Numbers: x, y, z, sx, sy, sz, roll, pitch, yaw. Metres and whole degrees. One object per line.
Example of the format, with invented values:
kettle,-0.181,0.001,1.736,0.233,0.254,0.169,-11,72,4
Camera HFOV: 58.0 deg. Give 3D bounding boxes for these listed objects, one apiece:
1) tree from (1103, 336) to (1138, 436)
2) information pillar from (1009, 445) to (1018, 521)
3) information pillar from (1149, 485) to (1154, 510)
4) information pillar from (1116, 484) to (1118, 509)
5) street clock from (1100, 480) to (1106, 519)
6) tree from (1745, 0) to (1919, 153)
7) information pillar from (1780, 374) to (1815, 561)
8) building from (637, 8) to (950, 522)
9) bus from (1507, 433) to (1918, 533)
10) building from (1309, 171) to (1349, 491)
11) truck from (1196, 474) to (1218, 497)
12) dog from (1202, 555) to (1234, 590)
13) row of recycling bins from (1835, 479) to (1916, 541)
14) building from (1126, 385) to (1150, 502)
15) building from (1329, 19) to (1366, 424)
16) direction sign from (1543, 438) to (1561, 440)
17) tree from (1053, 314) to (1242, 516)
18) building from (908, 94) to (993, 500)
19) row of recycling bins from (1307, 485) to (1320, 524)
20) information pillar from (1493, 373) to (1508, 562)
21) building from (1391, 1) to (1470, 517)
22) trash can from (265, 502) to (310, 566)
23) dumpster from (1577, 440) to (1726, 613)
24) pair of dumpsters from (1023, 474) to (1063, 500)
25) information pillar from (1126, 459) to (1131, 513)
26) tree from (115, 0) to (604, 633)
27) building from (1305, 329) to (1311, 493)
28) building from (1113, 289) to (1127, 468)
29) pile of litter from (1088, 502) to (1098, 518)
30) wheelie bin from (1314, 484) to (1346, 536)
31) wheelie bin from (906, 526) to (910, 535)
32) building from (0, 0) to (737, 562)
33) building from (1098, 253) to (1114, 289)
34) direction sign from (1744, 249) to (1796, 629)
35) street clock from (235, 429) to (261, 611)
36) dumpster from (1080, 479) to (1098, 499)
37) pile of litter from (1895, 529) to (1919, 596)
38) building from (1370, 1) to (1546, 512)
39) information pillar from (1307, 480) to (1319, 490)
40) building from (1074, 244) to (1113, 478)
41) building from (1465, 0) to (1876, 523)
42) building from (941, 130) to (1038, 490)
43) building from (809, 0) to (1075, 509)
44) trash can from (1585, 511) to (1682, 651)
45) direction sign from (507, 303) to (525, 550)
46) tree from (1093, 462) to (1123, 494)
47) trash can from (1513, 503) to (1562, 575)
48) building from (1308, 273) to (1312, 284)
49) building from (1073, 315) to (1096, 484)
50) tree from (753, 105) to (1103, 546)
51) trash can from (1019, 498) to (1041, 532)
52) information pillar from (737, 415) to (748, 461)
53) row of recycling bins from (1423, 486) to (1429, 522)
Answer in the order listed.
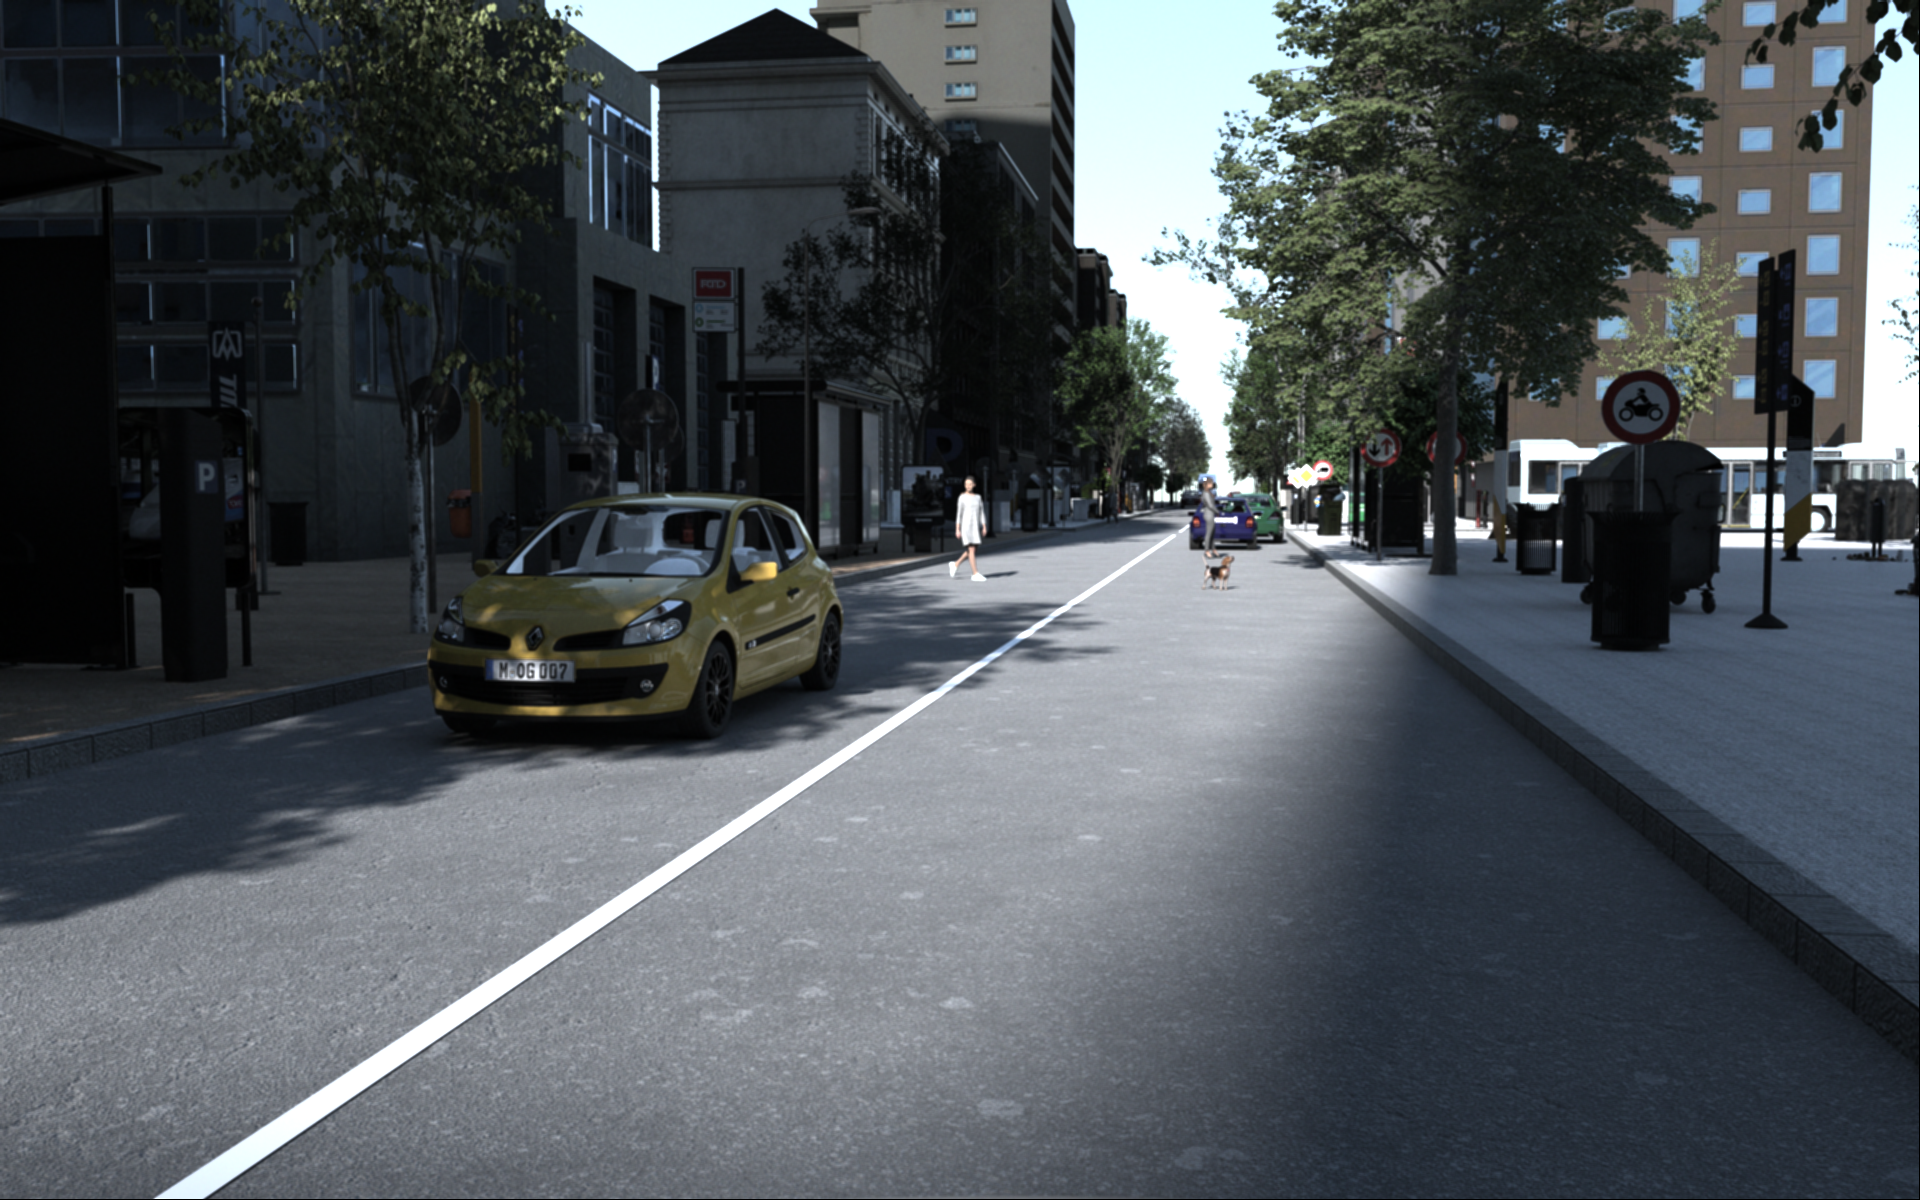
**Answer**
tree,3.840,-8.552,74.232,8.767,10.594,7.601,2,4,24
information pillar,2.536,-5.537,81.878,0.183,3.616,0.504,-3,4,-38
information pillar,15.064,-8.047,136.057,0.304,2.012,0.304,1,4,21
information pillar,9.964,-6.493,110.656,0.304,2.012,0.304,0,4,4
street clock,7.238,-5.087,87.736,0.358,2.002,0.471,0,4,2
tree,4.999,-3.524,7.978,4.737,8.622,4.395,0,3,0
information pillar,16.040,-2.555,33.123,0.183,3.616,0.504,-3,5,-44
building,-7.342,-15.760,86.554,11.050,23.489,19.941,1,4,9
bus,25.611,-3.908,58.752,13.247,3.499,2.948,0,4,7
building,62.780,-38.550,253.998,21.300,48.544,21.600,1,4,9
truck,33.782,-15.041,235.681,2.967,4.110,18.799,1,4,9
dog,3.867,-0.411,26.002,0.540,0.507,0.406,1,4,17
row of recycling bins,25.683,-2.527,48.428,3.534,1.692,1.069,-3,4,-36
building,16.795,-27.040,287.149,27.650,21.520,28.899,1,4,9
building,55.283,-36.705,189.359,28.713,52.752,27.495,1,4,9
direction sign,24.158,-4.819,70.784,0.379,3.537,0.876,-2,4,-29
tree,8.985,-10.624,99.463,9.928,11.665,9.643,0,3,0
building,-5.201,-16.832,104.889,12.332,23.373,15.834,1,4,9
row of recycling bins,15.988,-4.267,76.884,1.069,1.692,3.534,1,4,16
information pillar,10.225,-2.532,32.753,0.183,3.616,0.504,0,4,-2
building,38.165,-34.668,108.827,21.231,58.520,28.212,1,4,9
trash can,-12.005,-1.181,30.956,0.748,1.137,0.748,0,3,0
dumpster,7.714,-0.833,19.371,1.264,1.857,1.865,1,4,9
pair of dumpsters,3.882,-4.826,81.401,1.574,2.255,4.437,1,4,9
information pillar,11.116,-7.512,114.170,0.183,3.616,0.504,3,5,44
tree,-5.024,-3.985,15.520,4.737,8.622,4.395,0,3,0
building,61.336,-30.665,273.078,14.160,30.474,14.107,1,4,9
building,15.740,-28.704,241.007,14.160,30.474,14.107,1,4,9
pile of litter,6.883,-4.770,91.947,1.176,0.858,1.719,-1,4,-14
wheelie bin,11.436,-2.780,53.355,0.980,1.594,0.693,-1,4,-11
wheelie bin,-1.239,-2.810,53.846,0.693,1.594,0.980,2,4,31
building,-23.923,-44.627,42.331,31.000,86.520,22.319,1,4,9
building,9.883,-34.802,260.896,32.217,40.220,23.993,1,4,9
direction sign,7.748,-1.501,16.538,0.379,3.537,0.876,0,4,6
street clock,-7.881,-0.888,19.087,0.358,2.002,0.471,-3,5,-41
dumpster,8.427,-6.611,110.575,1.502,2.255,1.985,1,4,9
pile of litter,12.436,-0.475,21.735,1.176,0.858,1.719,1,4,22
building,43.061,-30.880,155.005,14.600,45.320,14.200,1,4,9
information pillar,20.157,-6.541,98.306,0.504,3.616,0.183,3,4,38
building,9.848,-26.312,201.905,14.160,30.474,14.107,1,4,9
building,30.751,-26.118,77.139,14.200,45.320,14.600,1,4,9
building,-2.787,-20.245,124.508,14.314,27.812,24.014,1,4,9
building,-1.399,-32.459,154.409,21.300,48.544,21.600,1,4,9
trash can,5.554,-0.164,14.328,0.748,1.137,0.748,0,3,0
direction sign,-5.383,-1.777,21.053,0.379,3.537,0.876,0,4,-4
tree,8.832,-6.813,105.999,1.663,3.219,1.824,0,3,0
trash can,9.181,-0.974,27.580,0.748,1.137,0.748,0,3,0
building,64.384,-36.901,286.930,14.154,41.232,14.086,1,4,9
building,-0.654,-20.602,181.877,27.650,21.520,28.899,1,4,9
tree,-1.222,-6.620,42.655,8.767,10.594,7.601,1,4,9
trash can,2.365,-2.874,58.649,0.748,1.137,0.748,0,3,0
information pillar,-6.469,-3.659,51.178,0.504,3.616,0.183,2,4,24
row of recycling bins,19.057,-4.011,72.689,1.069,1.692,3.534,1,4,11
